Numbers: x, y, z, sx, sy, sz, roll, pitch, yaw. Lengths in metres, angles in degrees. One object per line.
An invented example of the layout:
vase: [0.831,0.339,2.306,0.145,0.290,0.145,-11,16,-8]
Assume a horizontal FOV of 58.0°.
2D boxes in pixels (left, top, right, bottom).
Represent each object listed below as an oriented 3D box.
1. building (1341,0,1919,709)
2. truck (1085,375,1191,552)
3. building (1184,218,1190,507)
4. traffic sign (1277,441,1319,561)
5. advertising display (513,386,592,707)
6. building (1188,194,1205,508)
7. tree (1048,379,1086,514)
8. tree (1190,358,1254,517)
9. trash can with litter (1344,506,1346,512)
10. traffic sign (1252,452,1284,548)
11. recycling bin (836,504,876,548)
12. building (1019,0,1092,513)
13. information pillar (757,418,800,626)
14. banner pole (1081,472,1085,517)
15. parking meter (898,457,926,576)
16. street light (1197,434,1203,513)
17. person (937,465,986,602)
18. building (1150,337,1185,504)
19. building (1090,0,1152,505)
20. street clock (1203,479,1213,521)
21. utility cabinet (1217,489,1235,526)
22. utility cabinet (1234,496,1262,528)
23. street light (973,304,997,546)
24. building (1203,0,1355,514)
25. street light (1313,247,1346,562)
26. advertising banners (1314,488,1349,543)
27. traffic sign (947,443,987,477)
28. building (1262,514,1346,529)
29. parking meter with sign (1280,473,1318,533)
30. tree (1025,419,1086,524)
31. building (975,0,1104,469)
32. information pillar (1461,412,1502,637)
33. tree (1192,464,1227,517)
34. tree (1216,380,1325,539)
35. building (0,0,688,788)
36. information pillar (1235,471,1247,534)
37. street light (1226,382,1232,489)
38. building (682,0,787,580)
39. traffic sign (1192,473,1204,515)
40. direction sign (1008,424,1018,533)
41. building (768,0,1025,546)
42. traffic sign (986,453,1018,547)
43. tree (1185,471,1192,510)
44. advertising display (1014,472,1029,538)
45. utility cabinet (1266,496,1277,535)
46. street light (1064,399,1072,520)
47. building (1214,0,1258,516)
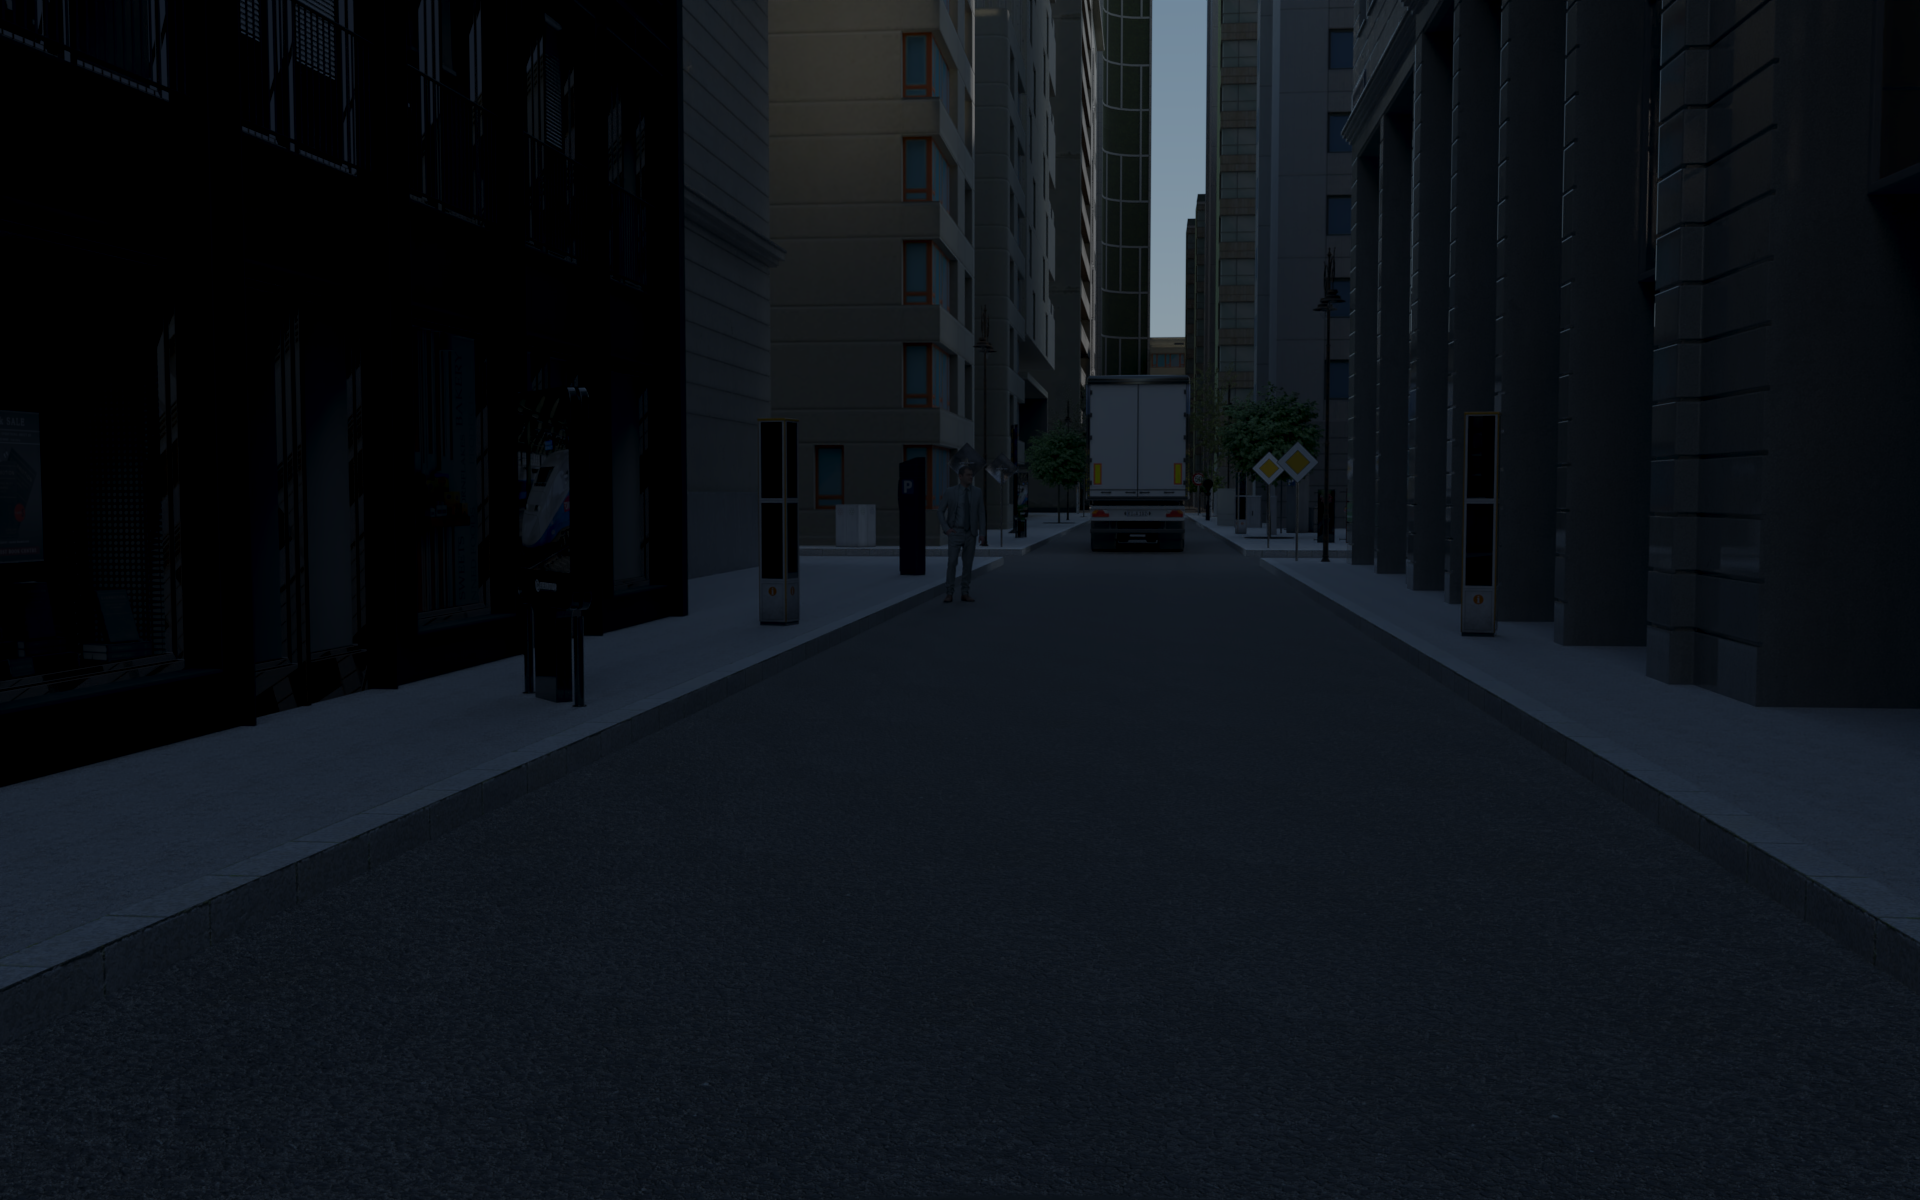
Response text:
building: [10.928,-14.593,16.093,11.434,29.767,29.804,0,4,6]
truck: [4.783,-3.519,46.445,2.839,4.237,11.283,0,4,6]
building: [30.713,-25.122,182.445,14.160,30.474,14.107,0,4,6]
traffic sign: [6.438,-1.801,33.082,0.795,2.450,0.064,0,4,6]
advertising display: [-2.534,-0.338,10.748,0.123,1.923,0.974,-2,4,-34]
building: [29.756,-24.241,168.047,14.160,30.474,14.107,0,4,6]
tree: [7.286,-9.785,110.350,4.360,8.622,3.978,0,3,0]
tree: [13.985,-8.829,94.718,4.737,8.622,4.395,0,3,0]
trash can with litter: [10.778,-2.179,47.019,0.624,1.170,1.055,1,4,18]
traffic sign: [7.309,-2.286,41.020,0.795,2.450,0.064,0,4,6]
recycling bin: [-2.525,-1.797,41.931,0.722,1.027,0.722,2,4,34]
building: [-1.343,-30.835,127.859,21.300,48.544,21.600,0,4,6]
information pillar: [-1.771,-0.762,16.943,0.304,2.012,0.304,1,4,21]
banner pole: [6.818,-6.495,96.213,0.401,3.779,0.863,-1,4,-12]
parking meter: [-0.760,-1.325,27.381,0.399,1.863,0.255,2,4,34]
street light: [15.901,-8.681,114.726,0.468,5.910,1.993,0,4,6]
person: [0.028,-0.885,23.070,0.635,1.810,0.391,-1,4,-22]
building: [37.849,-22.498,212.882,28.899,21.520,27.650,0,4,6]
building: [12.771,-47.187,209.760,20.611,71.187,20.563,0,4,6]
street clock: [12.024,-4.857,83.984,0.471,2.002,0.358,0,4,-5]
utility cabinet: [10.822,-3.708,69.312,0.318,1.500,1.173,-3,4,-36]
utility cabinet: [11.005,-3.361,66.117,1.020,1.237,0.306,1,4,22]
street light: [0.614,-4.256,42.366,0.468,5.910,1.993,0,4,6]
building: [31.260,-36.929,145.780,21.231,58.520,28.212,0,4,6]
street light: [6.923,-3.660,32.627,0.468,5.910,1.993,0,4,6]
advertising banners: [10.296,-2.996,45.170,2.074,3.025,0.090,1,4,19]
traffic sign: [0.134,-1.844,33.792,0.795,2.450,0.064,0,4,6]
building: [23.661,-32.626,75.441,21.231,58.520,28.212,0,4,6]
parking meter with sign: [11.111,-3.704,56.825,1.738,3.016,0.543,-3,4,-38]
tree: [4.433,-5.643,75.979,4.285,4.588,4.351,0,3,0]
building: [0.560,-36.014,178.061,27.495,52.752,28.713,0,4,6]
information pillar: [4.704,-0.681,15.634,0.304,2.012,0.304,1,4,21]
tree: [14.334,-6.365,98.672,1.663,3.219,1.824,0,3,0]
tree: [9.031,-4.065,50.180,4.285,4.588,4.351,0,3,0]
building: [-9.845,-11.055,10.422,12.332,23.373,15.834,0,4,6]
information pillar: [9.039,-3.132,55.698,0.304,2.012,0.304,-1,4,-9]
street light: [11.141,-6.058,71.832,0.468,5.910,1.993,0,4,6]
building: [-15.116,-14.621,26.445,23.554,28.519,14.401,0,4,6]
traffic sign: [14.276,-6.334,103.671,0.768,2.556,0.104,1,4,15]
direction sign: [1.767,-3.946,56.517,0.379,3.537,0.876,-1,4,-11]
building: [-12.665,-13.015,57.834,27.650,21.520,28.899,0,4,6]
traffic sign: [1.005,-2.329,41.729,0.795,2.450,0.064,0,4,6]
tree: [17.972,-8.153,127.900,1.663,3.219,1.824,0,3,0]
advertising display: [1.791,-2.787,50.782,0.123,1.923,0.974,1,4,21]
utility cabinet: [9.834,-2.662,54.687,0.306,1.237,1.020,0,4,8]
street light: [5.282,-6.843,84.666,0.468,5.910,1.993,0,4,6]
building: [22.937,-25.919,107.369,14.154,41.232,14.086,0,4,6]
